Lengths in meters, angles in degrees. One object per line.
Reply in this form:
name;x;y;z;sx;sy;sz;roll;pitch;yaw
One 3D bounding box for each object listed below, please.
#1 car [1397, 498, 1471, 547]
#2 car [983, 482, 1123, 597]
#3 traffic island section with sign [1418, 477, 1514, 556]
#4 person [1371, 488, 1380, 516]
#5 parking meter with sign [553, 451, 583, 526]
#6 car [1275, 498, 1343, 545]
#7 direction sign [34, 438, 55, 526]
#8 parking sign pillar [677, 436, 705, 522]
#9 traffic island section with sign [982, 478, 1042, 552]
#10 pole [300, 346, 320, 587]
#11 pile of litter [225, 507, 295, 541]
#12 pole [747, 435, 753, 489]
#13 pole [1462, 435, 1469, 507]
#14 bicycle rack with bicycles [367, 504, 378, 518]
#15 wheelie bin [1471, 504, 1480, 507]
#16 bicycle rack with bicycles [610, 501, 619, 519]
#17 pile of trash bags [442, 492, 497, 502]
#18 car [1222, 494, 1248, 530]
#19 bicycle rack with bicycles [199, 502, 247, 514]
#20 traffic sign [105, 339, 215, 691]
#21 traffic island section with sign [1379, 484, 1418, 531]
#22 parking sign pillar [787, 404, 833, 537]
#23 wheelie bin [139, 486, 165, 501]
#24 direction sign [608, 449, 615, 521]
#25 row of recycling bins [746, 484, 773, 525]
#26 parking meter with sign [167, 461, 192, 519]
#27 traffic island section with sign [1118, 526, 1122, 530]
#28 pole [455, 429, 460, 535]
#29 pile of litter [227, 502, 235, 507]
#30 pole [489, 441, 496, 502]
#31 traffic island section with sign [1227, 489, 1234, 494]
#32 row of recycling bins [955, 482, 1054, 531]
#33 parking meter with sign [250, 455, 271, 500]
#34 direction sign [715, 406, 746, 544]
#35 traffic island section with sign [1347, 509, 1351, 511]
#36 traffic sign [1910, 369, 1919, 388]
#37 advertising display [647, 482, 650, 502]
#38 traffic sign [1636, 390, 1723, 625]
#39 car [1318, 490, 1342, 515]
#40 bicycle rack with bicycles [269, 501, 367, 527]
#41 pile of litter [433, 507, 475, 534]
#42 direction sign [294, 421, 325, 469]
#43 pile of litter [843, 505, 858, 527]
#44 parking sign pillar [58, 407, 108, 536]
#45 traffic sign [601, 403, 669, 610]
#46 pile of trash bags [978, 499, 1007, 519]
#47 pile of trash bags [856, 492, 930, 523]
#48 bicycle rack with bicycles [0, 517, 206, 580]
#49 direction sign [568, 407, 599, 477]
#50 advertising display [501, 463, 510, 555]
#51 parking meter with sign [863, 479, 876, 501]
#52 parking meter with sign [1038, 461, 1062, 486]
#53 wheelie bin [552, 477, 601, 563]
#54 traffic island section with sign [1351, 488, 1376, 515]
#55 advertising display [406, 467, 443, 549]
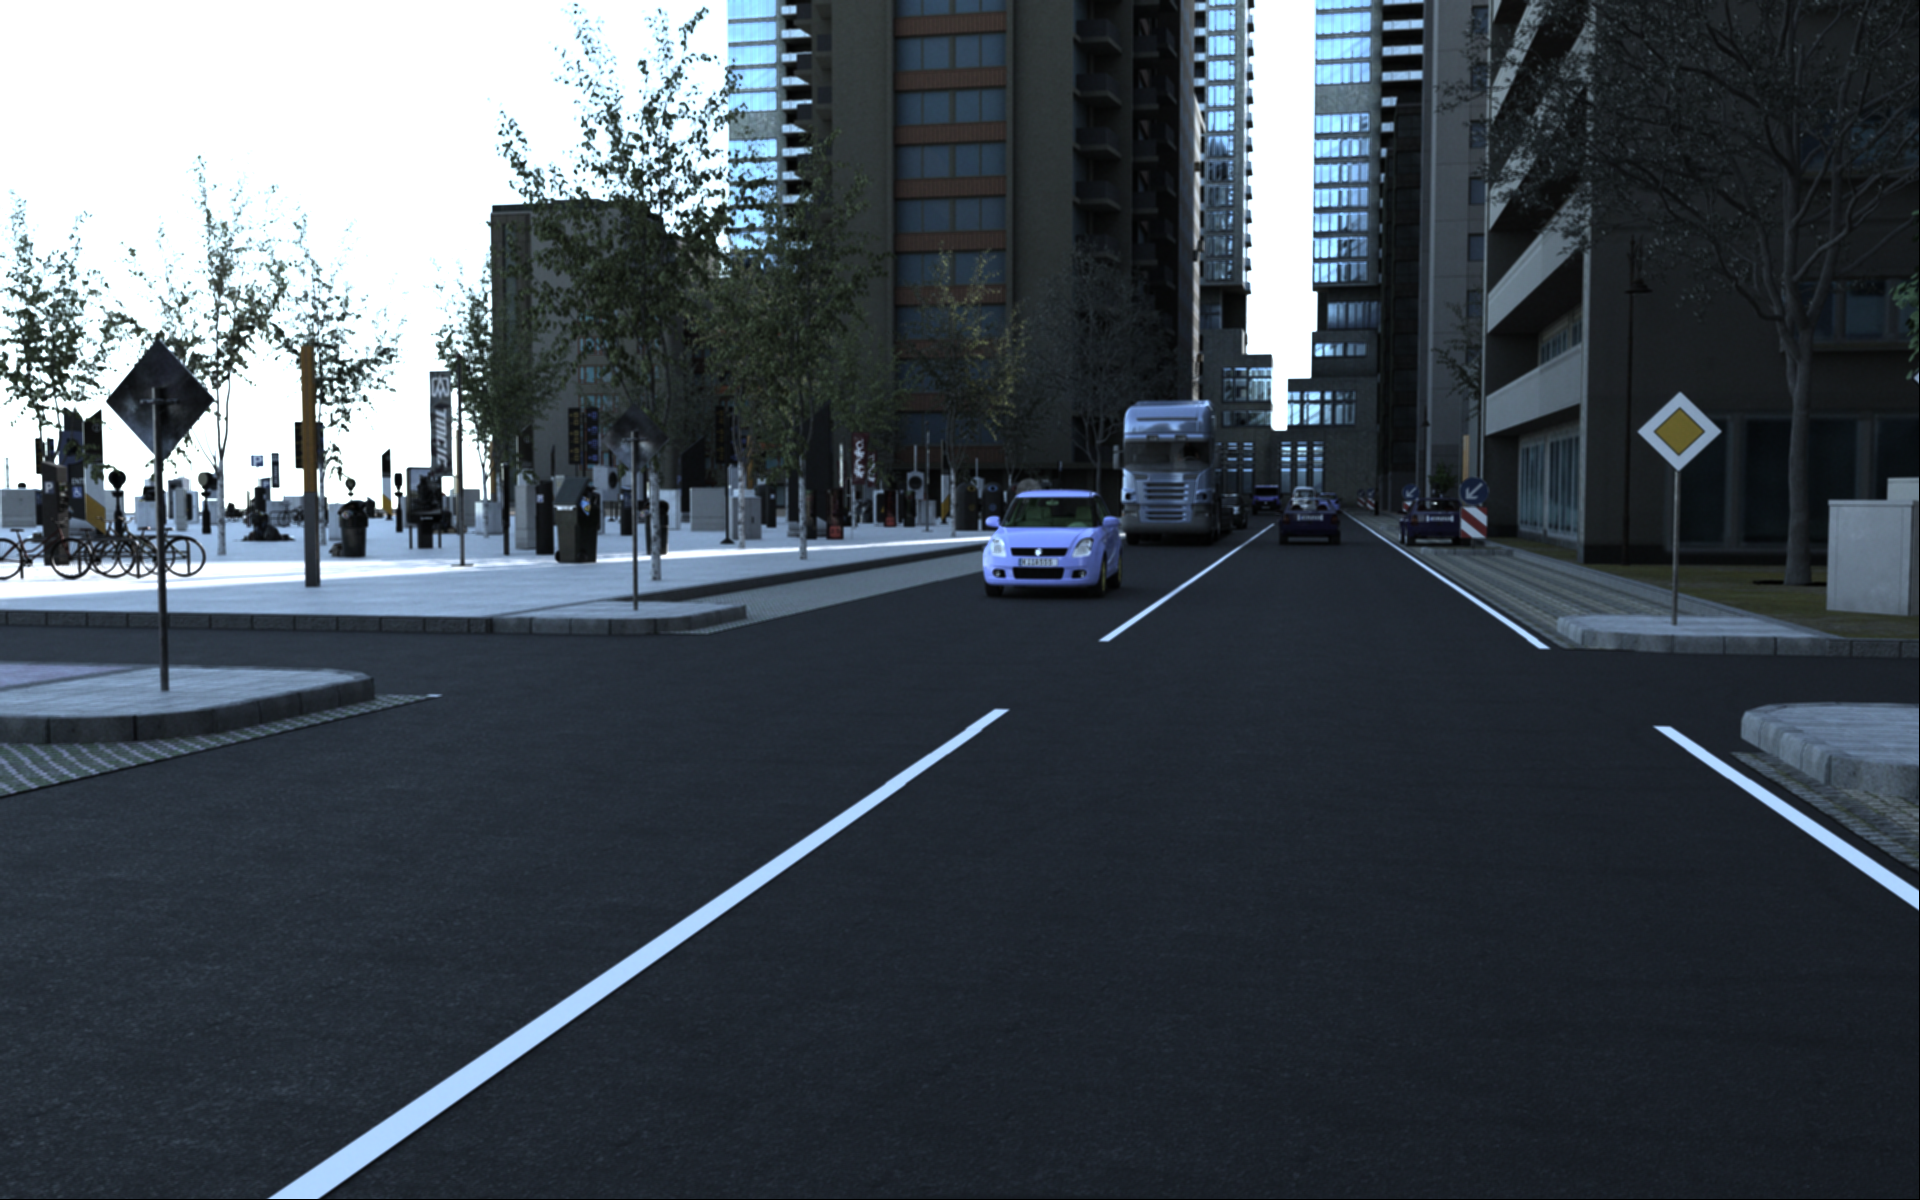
car;13.231;-2.186;48.321;1.945;1.354;3.894;1;4;11
car;1.400;-0.961;25.310;1.945;1.707;3.694;1;4;11
traffic island section with sign;11.996;-1.983;41.050;1.989;1.847;2.006;1;4;12
person;27.516;-6.483;114.515;0.705;1.823;1.348;0;4;-8
parking meter with sign;-16.078;-4.538;70.451;1.738;3.016;0.543;3;5;42
car;10.175;-2.319;50.500;1.945;1.354;3.894;1;4;10
direction sign;-36.836;-4.758;69.786;0.379;3.537;0.876;2;4;24
parking sign pillar;-12.355;-5.570;79.545;1.447;3.967;1.447;-3;5;-43
traffic island section with sign;1.694;-2.113;43.177;1.989;1.847;2.006;1;4;12
pole;-8.976;-1.840;23.924;0.158;3.312;0.155;0;3;0
pile of litter;-19.135;-2.061;47.659;1.719;0.858;1.176;2;4;26
pole;-7.310;-4.067;60.333;0.158;3.312;0.155;0;3;0
pole;17.466;-4.036;59.840;0.158;3.312;0.155;0;3;0
bicycle rack with bicycles;-27.162;-3.763;74.908;2.925;0.926;2.852;0;4;3
wheelie bin;19.436;-3.458;64.450;0.980;1.594;0.693;3;5;40
bicycle rack with bicycles;-17.555;-4.389;85.139;2.852;0.926;2.925;-1;4;-17
pile of trash bags;-28.139;-5.452;98.894;3.447;1.369;1.912;-1;4;-23
car;10.879;-3.767;71.372;2.009;1.686;4.222;1;4;14
bicycle rack with bicycles;-34.210;-4.103;80.467;2.925;0.926;2.852;0;4;-4
traffic sign;-5.195;-0.466;11.258;0.795;2.450;0.064;1;4;12
traffic island section with sign;17.569;-3.635;68.063;1.989;1.847;2.006;1;4;12
parking sign pillar;-4.510;-3.902;52.263;1.447;3.967;1.447;1;4;13
wheelie bin;-32.842;-3.828;70.490;0.980;1.594;0.693;-3;4;-36
direction sign;-16.410;-5.472;81.468;0.379;3.537;0.876;0;4;-1
row of recycling bins;-8.600;-4.125;74.549;1.069;1.692;3.534;-1;4;-14
parking meter with sign;-41.006;-5.757;90.380;1.738;3.016;0.543;-2;4;-30
traffic island section with sign;7.193;-3.745;69.859;1.989;1.847;2.006;1;4;12
pole;-15.774;-3.712;54.540;0.158;3.312;0.155;0;3;0
pile of litter;-40.221;-4.964;95.131;1.719;0.858;1.176;-3;5;-42
pole;-18.075;-4.473;66.973;0.158;3.312;0.155;0;3;0
traffic island section with sign;22.765;-8.363;145.357;1.989;1.847;2.006;1;4;12
row of recycling bins;1.564;-3.290;60.911;3.534;1.692;1.069;0;4;3
parking meter with sign;-30.539;-4.873;75.942;0.543;3.016;1.738;-3;4;-38
direction sign;-6.020;-3.224;44.706;0.379;3.537;0.876;2;4;32
traffic island section with sign;33.170;-8.263;143.728;1.989;1.847;2.006;1;4;12
traffic sign;5.373;-0.332;9.066;0.795;2.450;0.064;1;4;12
advertising display;-16.459;-5.250;91.059;0.123;1.923;0.974;-2;4;-30
traffic sign;6.986;-0.810;16.887;0.795;2.450;0.064;1;4;12
car;25.898;-6.870;121.920;1.945;1.707;3.694;1;4;13
bicycle rack with bicycles;-25.321;-3.305;67.412;2.852;0.926;2.925;1;4;16
pile of litter;-16.638;-2.607;56.583;1.719;0.858;1.176;-3;4;-37
direction sign;-20.301;-3.799;54.109;0.876;3.537;0.379;-2;4;-29
pile of litter;-4.776;-3.332;68.442;1.719;0.858;1.176;-2;4;-23
parking sign pillar;-26.973;-3.956;53.159;1.447;3.967;1.447;1;4;13
traffic sign;-3.582;-0.944;19.079;0.795;2.450;0.064;1;4;12
pile of trash bags;1.166;-4.833;88.771;1.912;1.369;3.447;-2;4;-27
pile of trash bags;-3.047;-4.134;77.342;3.447;1.369;1.912;-1;4;-12
bicycle rack with bicycles;-13.187;-0.832;26.980;2.925;0.926;2.852;0;4;1
direction sign;-9.869;-3.270;45.465;0.876;3.537;0.379;1;4;18
advertising display;-9.631;-1.926;36.706;0.123;1.923;0.974;-1;4;-17
parking meter with sign;-4.705;-5.766;90.535;1.738;3.016;0.543;0;4;0
parking meter with sign;4.466;-5.803;91.135;1.738;3.016;0.543;1;4;21
wheelie bin;-7.189;-1.503;32.478;0.980;1.594;0.693;2;4;33
traffic island section with sign;27.653;-6.628;117.003;1.989;1.847;2.006;1;4;12
advertising display;-12.652;-2.185;40.933;0.123;1.923;0.974;2;4;33
